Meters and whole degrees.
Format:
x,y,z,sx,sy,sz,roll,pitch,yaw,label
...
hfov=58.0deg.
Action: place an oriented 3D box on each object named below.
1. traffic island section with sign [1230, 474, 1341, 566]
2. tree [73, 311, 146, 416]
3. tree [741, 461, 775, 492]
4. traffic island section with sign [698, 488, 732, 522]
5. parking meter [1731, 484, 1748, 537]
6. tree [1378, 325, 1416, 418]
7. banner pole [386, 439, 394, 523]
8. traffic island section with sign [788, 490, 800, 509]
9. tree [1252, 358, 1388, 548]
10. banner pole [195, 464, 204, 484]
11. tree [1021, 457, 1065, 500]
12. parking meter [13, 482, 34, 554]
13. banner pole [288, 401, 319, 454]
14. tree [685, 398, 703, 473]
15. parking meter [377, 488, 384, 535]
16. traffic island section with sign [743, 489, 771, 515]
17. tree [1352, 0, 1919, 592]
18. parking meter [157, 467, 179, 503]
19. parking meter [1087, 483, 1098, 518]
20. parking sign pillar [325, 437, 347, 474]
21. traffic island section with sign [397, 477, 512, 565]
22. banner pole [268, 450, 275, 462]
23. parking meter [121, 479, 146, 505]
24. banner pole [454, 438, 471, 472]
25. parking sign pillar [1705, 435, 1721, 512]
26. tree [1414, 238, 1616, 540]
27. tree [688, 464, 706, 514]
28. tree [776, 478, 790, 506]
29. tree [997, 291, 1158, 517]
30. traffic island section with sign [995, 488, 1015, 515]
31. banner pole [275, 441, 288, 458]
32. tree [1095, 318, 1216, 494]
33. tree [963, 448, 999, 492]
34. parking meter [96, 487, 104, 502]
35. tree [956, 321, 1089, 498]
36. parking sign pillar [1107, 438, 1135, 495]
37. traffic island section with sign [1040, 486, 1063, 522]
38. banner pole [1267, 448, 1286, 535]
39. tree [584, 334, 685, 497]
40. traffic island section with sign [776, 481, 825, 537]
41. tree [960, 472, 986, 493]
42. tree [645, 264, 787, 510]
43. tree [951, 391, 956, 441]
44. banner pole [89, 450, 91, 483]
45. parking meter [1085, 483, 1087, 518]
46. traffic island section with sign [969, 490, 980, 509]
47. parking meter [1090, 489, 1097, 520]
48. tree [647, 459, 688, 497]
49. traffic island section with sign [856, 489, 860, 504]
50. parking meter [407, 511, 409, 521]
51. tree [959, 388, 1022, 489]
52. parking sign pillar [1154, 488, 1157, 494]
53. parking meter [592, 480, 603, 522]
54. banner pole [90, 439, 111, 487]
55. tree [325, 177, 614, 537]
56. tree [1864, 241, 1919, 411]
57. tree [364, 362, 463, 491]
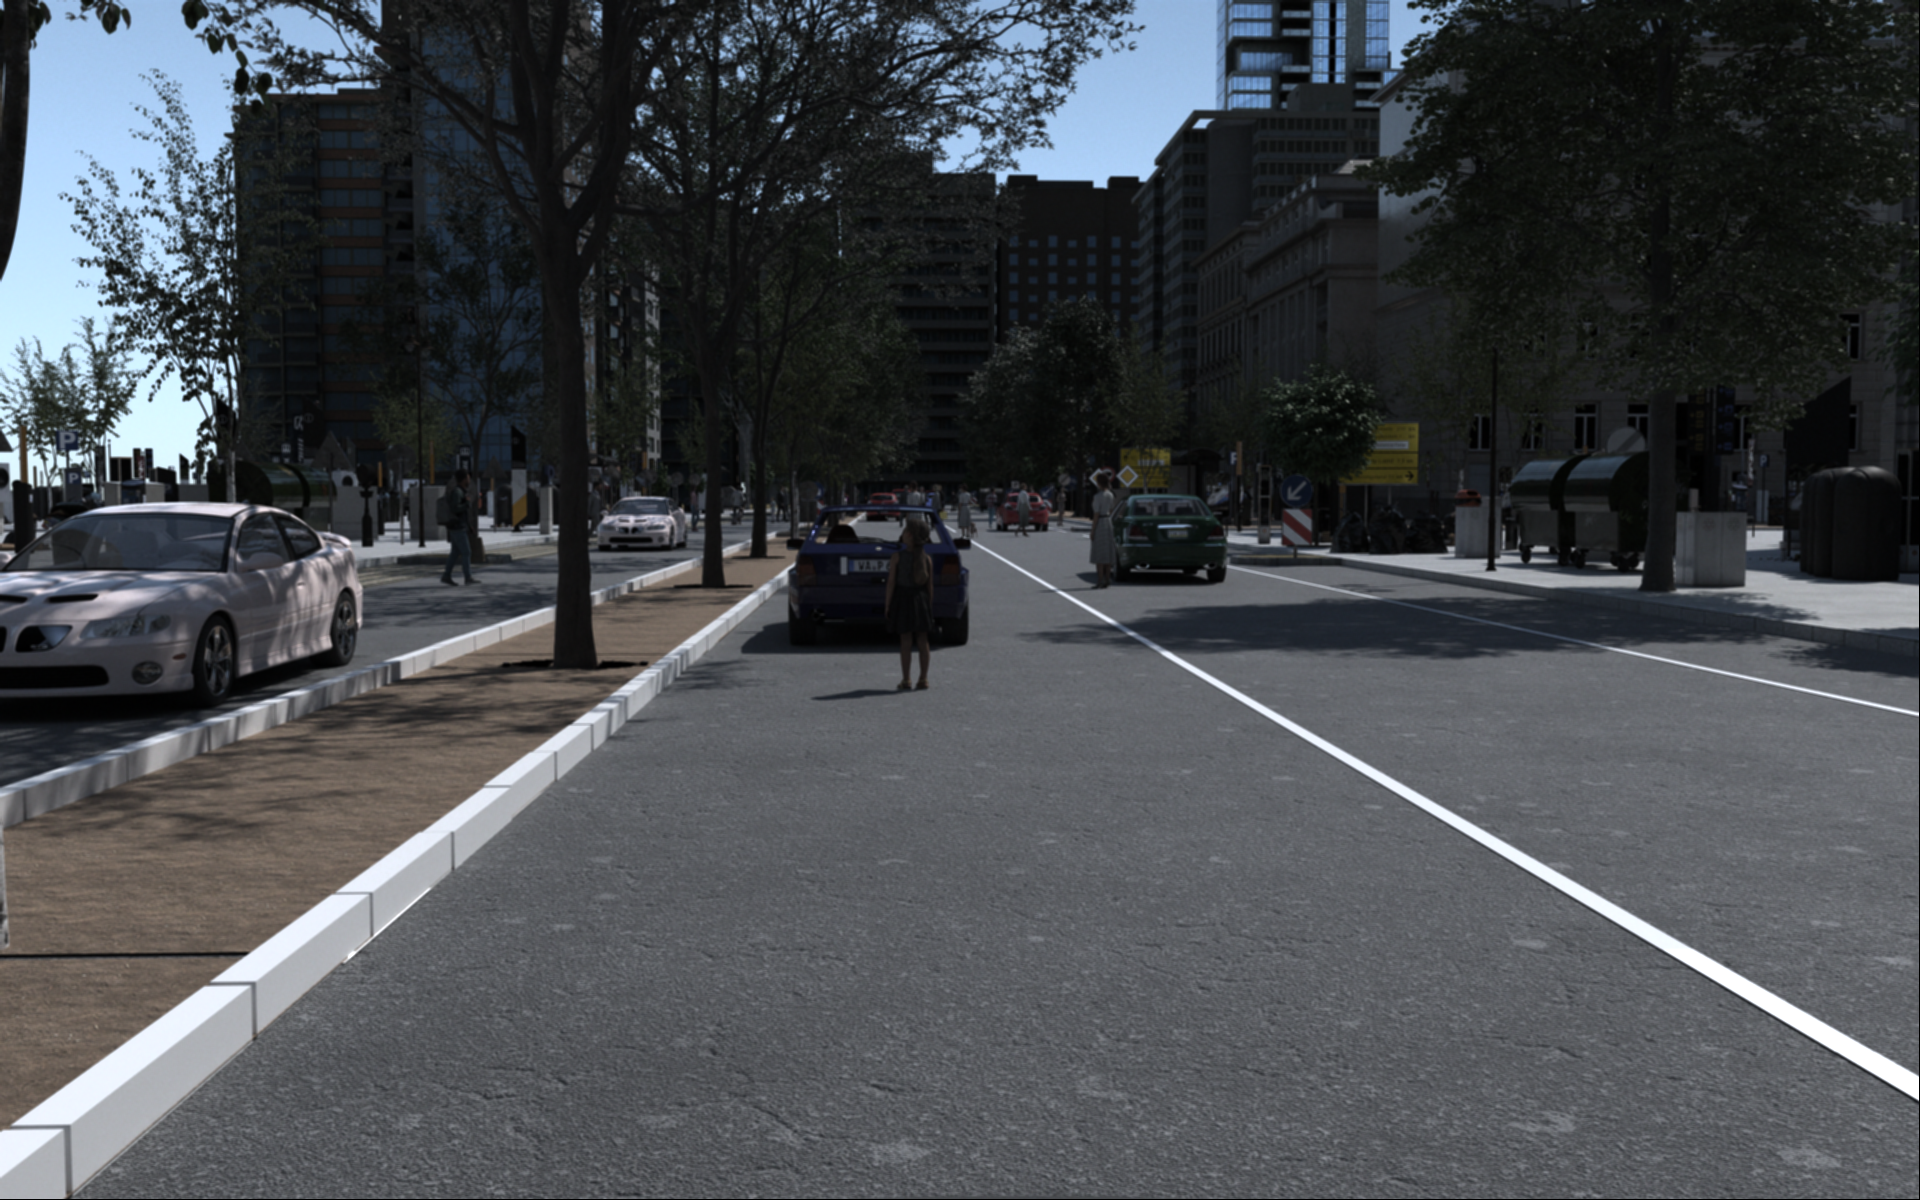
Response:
x,y,z,sx,sy,sz,roll,pitch,yaw,label
6.605,-1.641,35.453,1.989,1.847,2.006,0,4,-2,traffic island section with sign
-34.701,-7.276,69.318,4.737,8.622,4.395,0,3,0,tree
-18.245,-10.545,156.126,4.285,4.588,4.351,0,3,0,tree
-12.626,-5.012,90.571,1.989,1.847,2.006,0,4,-2,traffic island section with sign
19.877,-2.188,44.181,0.372,1.533,0.369,0,3,0,parking meter
15.137,-6.247,52.506,4.737,8.622,4.395,0,3,0,tree
-25.645,-5.378,77.947,0.401,3.779,0.863,-3,5,-40,banner pole
-15.756,-9.732,167.740,1.989,1.847,2.006,0,4,-2,traffic island section with sign
8.739,-3.566,42.022,4.285,4.588,4.351,0,3,0,tree
-54.207,-8.174,123.659,0.401,3.779,0.863,2,4,29,banner pole
5.919,-8.462,122.073,4.285,4.588,4.351,0,3,0,tree
-20.232,-1.774,37.414,0.372,1.533,0.369,0,3,0,parking meter
-17.475,-3.455,46.508,0.863,3.779,0.401,-2,4,-27,banner pole
-19.221,-10.969,129.703,4.737,8.622,4.395,0,3,0,tree
-18.123,-2.782,53.904,0.372,1.533,0.369,0,3,0,parking meter
-13.727,-6.673,117.724,1.989,1.847,2.006,0,4,-2,traffic island section with sign
9.195,-6.416,23.033,7.486,12.596,7.792,0,3,0,tree
-16.883,-1.910,36.947,0.399,1.863,0.255,-1,4,-19,parking meter
6.822,-5.052,88.310,0.399,1.863,0.255,0,4,7,parking meter
-29.682,-5.712,81.863,1.447,3.967,1.447,0,4,5,parking sign pillar
-10.408,-1.668,35.894,1.989,1.847,2.006,0,4,-2,traffic island section with sign
-38.995,-6.631,98.438,0.863,3.779,0.401,0,4,6,banner pole
-13.673,-1.239,28.677,0.372,1.533,0.369,0,3,0,parking meter
-22.258,-5.344,77.395,0.863,3.779,0.401,-1,4,-17,banner pole
34.605,-5.576,79.641,1.447,3.967,1.447,1,4,15,parking sign pillar
15.500,-5.948,47.618,4.737,8.622,4.395,0,3,0,tree
-16.891,-7.149,111.486,1.663,3.219,1.824,0,3,0,tree
-19.513,-12.090,192.273,1.663,3.219,1.824,0,3,0,tree
6.738,-11.092,98.355,9.611,12.733,9.660,0,3,0,tree
3.242,-6.691,118.018,1.989,1.847,2.006,0,4,-2,traffic island section with sign
-28.043,-5.046,72.518,0.401,3.779,0.863,2,4,34,banner pole
7.703,-7.436,71.941,4.737,8.622,4.395,0,3,0,tree
2.656,-14.106,180.999,4.737,8.622,4.395,0,3,0,tree
-45.552,-5.259,91.702,0.255,1.863,0.399,-1,4,-17,parking meter
5.302,-13.590,128.849,9.857,13.997,8.962,0,3,0,tree
7.814,-5.850,84.119,1.447,3.967,1.447,2,4,30,parking sign pillar
4.348,-5.038,90.998,1.989,1.847,2.006,0,4,-2,traffic island section with sign
9.810,-3.910,53.951,0.863,3.779,0.401,0,4,-5,banner pole
-15.200,-7.859,78.861,4.737,8.622,4.395,0,3,0,tree
-5.137,-3.065,58.243,2.006,1.907,1.989,0,4,-2,traffic island section with sign
1.720,-14.225,216.289,4.285,4.588,4.351,0,3,0,tree
-18.509,-17.356,139.665,12.611,20.169,13.585,0,3,0,tree
4.098,-15.451,159.278,9.857,13.997,8.962,0,3,0,tree
-41.702,-5.695,83.136,0.401,3.779,0.863,-2,4,-31,banner pole
6.822,-5.300,92.366,0.255,1.863,0.399,-1,4,-13,parking meter
1.208,-9.753,168.090,1.989,1.847,2.006,0,4,-2,traffic island section with sign
6.598,-4.723,85.633,0.372,1.533,0.369,0,3,0,parking meter
-16.002,-6.027,93.137,1.663,3.219,1.824,0,3,0,tree
-8.484,-8.109,140.721,2.006,1.907,1.989,0,4,-2,traffic island section with sign
-26.268,-4.714,82.787,0.255,1.863,0.399,-2,4,-26,parking meter
3.775,-15.572,172.726,7.486,12.596,7.792,0,3,0,tree
15.436,-9.180,138.566,1.447,3.967,1.447,1,4,19,parking sign pillar
-14.730,-3.959,70.434,0.399,1.863,0.255,1,4,10,parking meter
-38.990,-5.440,78.964,0.863,3.779,0.401,-2,4,-27,banner pole
-14.548,-7.149,51.299,8.767,10.594,7.601,-1,4,-11,tree
10.284,-1.999,16.393,4.285,4.588,4.351,0,3,0,tree
-31.293,-8.968,96.984,4.737,8.622,4.395,0,3,0,tree
